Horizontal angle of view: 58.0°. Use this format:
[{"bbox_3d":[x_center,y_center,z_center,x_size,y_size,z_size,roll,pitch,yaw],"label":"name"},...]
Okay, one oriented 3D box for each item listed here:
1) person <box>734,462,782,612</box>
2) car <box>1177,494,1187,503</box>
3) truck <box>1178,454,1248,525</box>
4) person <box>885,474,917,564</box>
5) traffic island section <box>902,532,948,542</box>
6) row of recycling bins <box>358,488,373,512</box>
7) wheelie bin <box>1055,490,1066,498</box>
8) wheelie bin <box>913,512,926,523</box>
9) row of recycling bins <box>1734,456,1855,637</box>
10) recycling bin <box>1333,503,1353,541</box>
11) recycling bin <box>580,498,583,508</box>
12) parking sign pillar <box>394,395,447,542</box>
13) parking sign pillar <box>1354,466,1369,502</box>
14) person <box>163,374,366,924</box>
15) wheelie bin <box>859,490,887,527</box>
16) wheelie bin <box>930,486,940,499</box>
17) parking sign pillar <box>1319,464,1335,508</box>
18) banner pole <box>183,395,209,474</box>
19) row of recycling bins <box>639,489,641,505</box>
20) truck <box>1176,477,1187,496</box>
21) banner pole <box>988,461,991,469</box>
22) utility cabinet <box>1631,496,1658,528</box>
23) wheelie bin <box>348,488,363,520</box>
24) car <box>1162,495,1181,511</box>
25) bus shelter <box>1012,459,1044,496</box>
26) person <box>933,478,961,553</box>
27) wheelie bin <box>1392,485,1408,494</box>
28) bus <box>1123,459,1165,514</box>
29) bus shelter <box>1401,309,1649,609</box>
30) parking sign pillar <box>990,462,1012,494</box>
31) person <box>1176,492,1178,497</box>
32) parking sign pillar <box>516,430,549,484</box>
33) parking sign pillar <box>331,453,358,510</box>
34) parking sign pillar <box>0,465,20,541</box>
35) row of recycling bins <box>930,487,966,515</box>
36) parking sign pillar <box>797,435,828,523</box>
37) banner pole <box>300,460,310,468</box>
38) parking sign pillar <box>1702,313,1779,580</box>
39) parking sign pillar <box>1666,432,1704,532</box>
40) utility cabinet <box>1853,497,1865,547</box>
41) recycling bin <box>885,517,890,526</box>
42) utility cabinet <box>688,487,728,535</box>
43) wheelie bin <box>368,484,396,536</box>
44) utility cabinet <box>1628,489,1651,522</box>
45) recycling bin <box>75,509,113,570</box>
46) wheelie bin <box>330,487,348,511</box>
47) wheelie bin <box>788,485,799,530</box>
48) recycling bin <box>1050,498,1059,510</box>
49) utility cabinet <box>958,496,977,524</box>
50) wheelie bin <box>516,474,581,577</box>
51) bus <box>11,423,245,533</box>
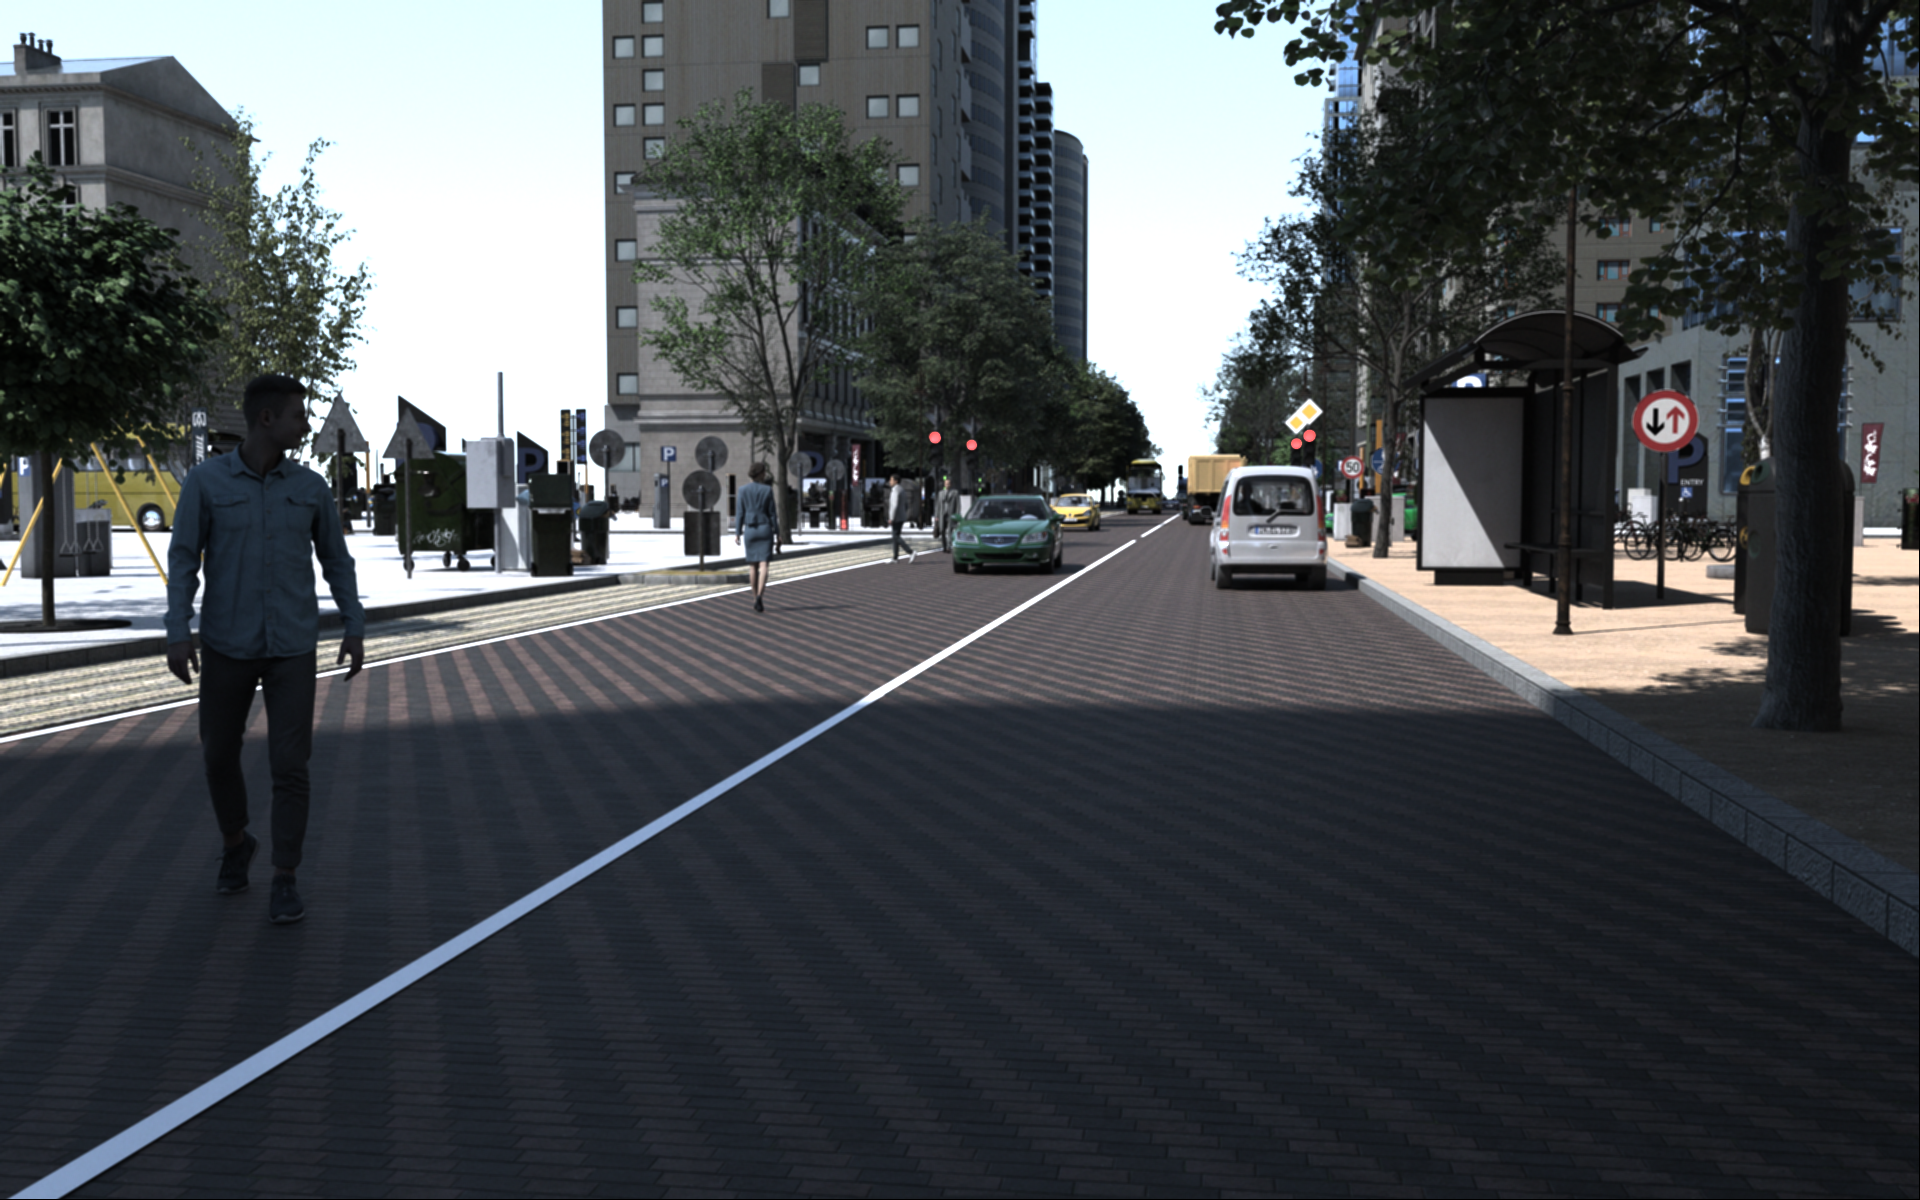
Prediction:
[{"bbox_3d":[-2.496,-0.776,21.211,0.581,1.822,0.654,1,4,11],"label":"person"},{"bbox_3d":[33.567,-15.391,261.870,2.015,1.641,3.980,1,4,9],"label":"car"},{"bbox_3d":[12.277,-5.346,83.335,3.469,3.379,9.791,0,4,6],"label":"truck"},{"bbox_3d":[-1.202,-1.669,35.634,0.795,1.843,0.661,1,4,21],"label":"person"},{"bbox_3d":[-0.728,-1.850,52.523,2.009,0.180,2.903,1,4,8],"label":"traffic island section"},{"bbox_3d":[-44.266,-7.273,126.024,1.069,1.692,3.534,3,5,43],"label":"row of recycling bins"},{"bbox_3d":[6.970,-6.833,119.626,0.693,1.594,0.980,-1,4,-17],"label":"wheelie bin"},{"bbox_3d":[-1.771,-4.193,76.457,0.693,1.594,0.980,2,4,32],"label":"wheelie bin"},{"bbox_3d":[8.239,-0.610,17.094,1.069,1.692,3.534,1,4,22],"label":"row of recycling bins"},{"bbox_3d":[10.640,-2.141,47.555,0.722,1.027,0.722,1,4,10],"label":"recycling bin"},{"bbox_3d":[-27.540,-6.835,124.304,0.722,1.027,0.722,-2,4,-34],"label":"recycling bin"},{"bbox_3d":[-14.602,-3.576,46.933,1.447,3.967,1.447,0,4,4],"label":"parking sign pillar"},{"bbox_3d":[28.147,-8.181,122.226,1.447,3.967,1.447,3,5,43],"label":"parking sign pillar"},{"bbox_3d":[-2.408,0.142,6.045,0.638,1.841,0.748,-1,4,-18],"label":"person"},{"bbox_3d":[-3.361,-3.733,68.937,0.980,1.594,0.693,-3,5,-40],"label":"wheelie bin"},{"bbox_3d":[-0.745,-3.863,71.060,0.980,1.594,0.693,0,4,-7],"label":"wheelie bin"},{"bbox_3d":[19.210,-6.331,91.979,1.447,3.967,1.447,0,4,3],"label":"parking sign pillar"},{"bbox_3d":[-19.391,-3.296,43.914,0.863,3.779,0.401,1,4,13],"label":"banner pole"},{"bbox_3d":[-18.325,-5.824,102.329,1.069,1.692,3.534,-1,4,-20],"label":"row of recycling bins"},{"bbox_3d":[36.298,-17.712,279.343,2.967,4.110,18.799,0,4,7],"label":"truck"},{"bbox_3d":[2.214,-8.504,129.058,0.401,3.779,0.863,1,4,21],"label":"banner pole"},{"bbox_3d":[26.056,-3.350,65.931,0.306,1.237,1.020,-1,4,-23],"label":"utility cabinet"},{"bbox_3d":[-29.734,-4.716,85.017,0.980,1.594,0.693,3,5,42],"label":"wheelie bin"},{"bbox_3d":[18.114,-8.390,149.751,1.945,1.354,3.894,0,4,7],"label":"car"},{"bbox_3d":[3.703,-7.719,103.829,2.179,5.291,8.768,1,4,8],"label":"bus shelter"},{"bbox_3d":[-0.332,-2.058,42.255,0.694,1.812,0.767,1,4,16],"label":"person"},{"bbox_3d":[14.932,-3.091,58.451,0.980,1.594,0.693,1,4,20],"label":"wheelie bin"},{"bbox_3d":[13.430,-8.211,125.799,2.896,3.916,12.252,0,4,7],"label":"bus"},{"bbox_3d":[6.845,-1.698,21.689,2.014,3.302,5.546,0,4,8],"label":"bus shelter"},{"bbox_3d":[2.310,-6.636,96.969,1.447,3.967,1.447,3,5,45],"label":"parking sign pillar"},{"bbox_3d":[33.855,-15.927,269.614,1.217,1.736,0.721,-1,4,-17],"label":"person"},{"bbox_3d":[-17.931,-5.151,72.698,1.447,3.967,1.447,0,4,-8],"label":"parking sign pillar"},{"bbox_3d":[-31.187,-6.072,87.746,1.447,3.967,1.447,1,4,17],"label":"parking sign pillar"},{"bbox_3d":[-26.509,-3.626,47.751,1.447,3.967,1.447,-1,4,-19],"label":"parking sign pillar"},{"bbox_3d":[-0.862,-6.171,108.004,1.069,1.692,3.534,3,4,36],"label":"row of recycling bins"},{"bbox_3d":[-6.685,-5.502,78.433,1.447,3.967,1.447,-1,4,-11],"label":"parking sign pillar"},{"bbox_3d":[-43.608,-7.655,115.175,0.863,3.779,0.401,0,4,-8],"label":"banner pole"},{"bbox_3d":[12.138,-2.310,26.238,1.447,3.967,1.447,1,4,21],"label":"parking sign pillar"},{"bbox_3d":[23.971,-4.201,57.152,1.447,3.967,1.447,1,4,18],"label":"parking sign pillar"},{"bbox_3d":[21.418,-1.896,42.169,1.020,1.237,0.306,0,4,5],"label":"utility cabinet"},{"bbox_3d":[-3.345,-3.529,70.259,0.722,1.027,0.722,3,4,39],"label":"recycling bin"},{"bbox_3d":[-7.729,-2.719,53.138,1.173,1.500,0.318,-1,4,-14],"label":"utility cabinet"},{"bbox_3d":[-17.736,-2.789,53.503,0.980,1.594,0.693,-2,4,-30],"label":"wheelie bin"},{"bbox_3d":[27.449,-3.749,69.970,0.318,1.500,1.173,-1,4,-11],"label":"utility cabinet"},{"bbox_3d":[-14.989,-1.054,29.792,0.722,1.027,0.722,-2,4,-26],"label":"recycling bin"},{"bbox_3d":[-28.719,-4.365,79.269,0.980,1.594,0.693,-1,4,-11],"label":"wheelie bin"},{"bbox_3d":[-6.145,-3.354,62.752,0.693,1.594,0.980,0,4,1],"label":"wheelie bin"},{"bbox_3d":[6.537,-6.298,115.534,0.722,1.027,0.722,3,5,41],"label":"recycling bin"},{"bbox_3d":[0.220,-3.815,73.533,1.020,1.237,0.306,2,4,32],"label":"utility cabinet"},{"bbox_3d":[-6.421,-1.168,27.008,0.980,1.594,0.693,-1,4,-18],"label":"wheelie bin"},{"bbox_3d":[-30.747,-4.255,61.114,12.252,3.916,2.896,1,4,10],"label":"bus"}]
